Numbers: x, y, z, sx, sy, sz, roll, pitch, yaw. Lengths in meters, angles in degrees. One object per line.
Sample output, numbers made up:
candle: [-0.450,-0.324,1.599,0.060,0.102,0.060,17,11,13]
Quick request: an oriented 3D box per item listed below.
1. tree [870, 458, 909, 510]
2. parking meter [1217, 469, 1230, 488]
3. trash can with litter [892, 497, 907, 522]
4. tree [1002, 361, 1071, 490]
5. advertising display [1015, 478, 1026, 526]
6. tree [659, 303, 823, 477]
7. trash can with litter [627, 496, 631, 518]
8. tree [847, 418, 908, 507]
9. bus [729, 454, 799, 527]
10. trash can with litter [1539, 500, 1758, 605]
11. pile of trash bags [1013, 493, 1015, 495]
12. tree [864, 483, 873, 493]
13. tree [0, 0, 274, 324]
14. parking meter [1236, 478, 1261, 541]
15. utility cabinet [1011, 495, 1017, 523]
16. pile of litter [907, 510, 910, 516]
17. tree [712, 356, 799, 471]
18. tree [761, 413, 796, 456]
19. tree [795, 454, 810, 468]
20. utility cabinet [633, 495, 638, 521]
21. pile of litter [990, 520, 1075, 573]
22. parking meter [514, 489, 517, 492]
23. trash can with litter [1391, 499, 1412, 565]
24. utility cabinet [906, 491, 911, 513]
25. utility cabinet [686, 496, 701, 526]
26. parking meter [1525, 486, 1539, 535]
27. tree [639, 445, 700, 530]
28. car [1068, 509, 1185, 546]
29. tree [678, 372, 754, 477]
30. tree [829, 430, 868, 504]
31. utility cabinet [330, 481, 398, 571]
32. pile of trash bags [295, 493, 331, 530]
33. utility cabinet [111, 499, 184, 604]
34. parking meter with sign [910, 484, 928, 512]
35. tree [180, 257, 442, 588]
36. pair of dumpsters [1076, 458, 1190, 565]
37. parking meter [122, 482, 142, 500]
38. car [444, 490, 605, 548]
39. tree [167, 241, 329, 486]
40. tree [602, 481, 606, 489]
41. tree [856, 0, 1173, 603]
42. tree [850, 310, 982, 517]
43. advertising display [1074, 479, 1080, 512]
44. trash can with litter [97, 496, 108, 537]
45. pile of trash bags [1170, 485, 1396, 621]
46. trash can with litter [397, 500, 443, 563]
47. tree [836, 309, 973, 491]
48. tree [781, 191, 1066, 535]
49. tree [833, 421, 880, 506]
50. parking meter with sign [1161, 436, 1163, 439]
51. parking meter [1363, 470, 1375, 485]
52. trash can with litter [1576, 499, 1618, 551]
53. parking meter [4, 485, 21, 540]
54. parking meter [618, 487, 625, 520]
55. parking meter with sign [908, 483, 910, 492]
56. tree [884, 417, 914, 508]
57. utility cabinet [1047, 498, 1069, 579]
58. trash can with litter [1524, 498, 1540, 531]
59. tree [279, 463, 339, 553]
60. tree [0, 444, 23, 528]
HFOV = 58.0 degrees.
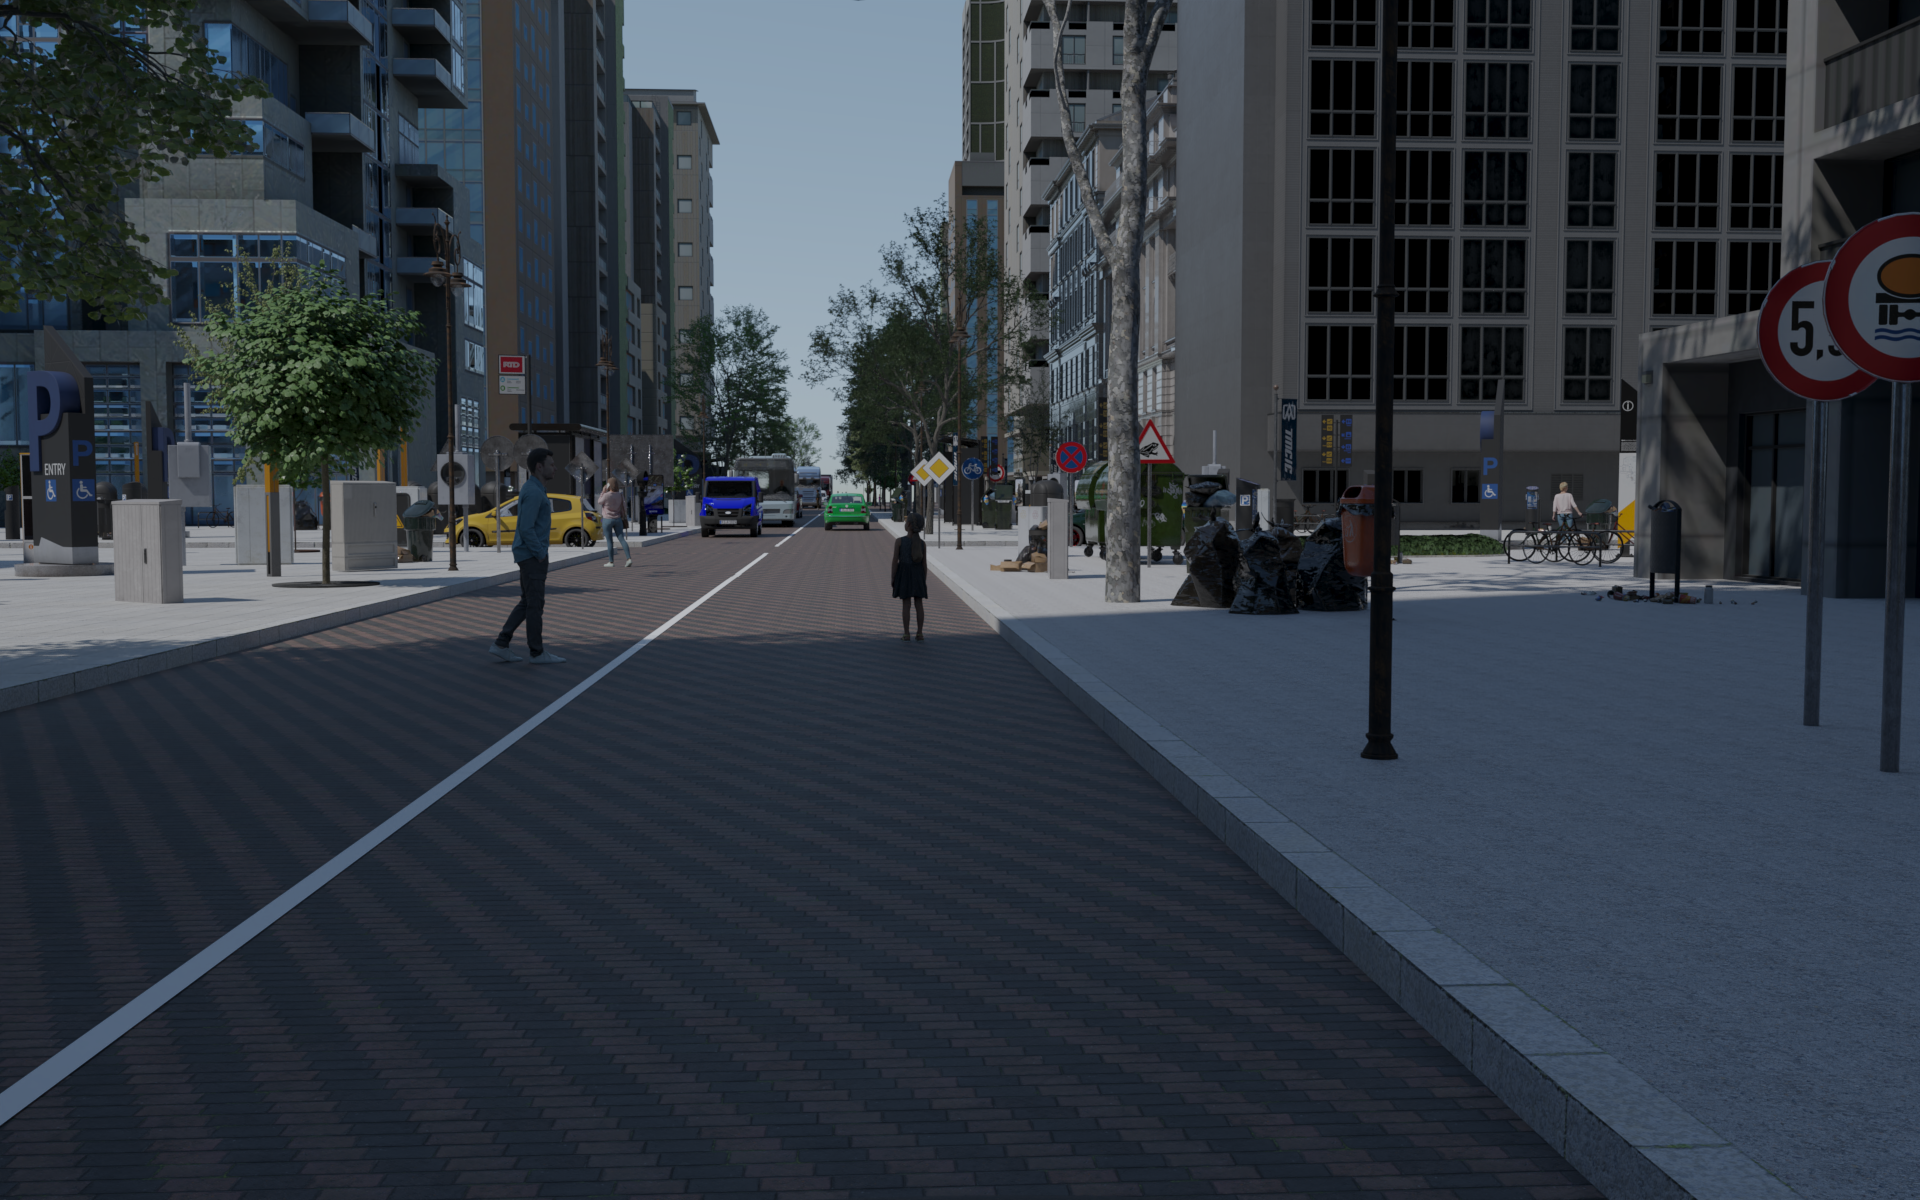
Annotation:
tree: [-5.613,-9.570,140.189,4.285,4.588,4.351,0,3,0]
parking meter: [6.000,-2.067,39.512,0.255,1.863,0.399,1,4,15]
trash can with litter: [-2.558,-4.105,78.506,1.055,1.170,0.624,1,4,20]
tree: [4.143,-8.956,96.799,4.360,8.622,3.978,0,3,0]
advertising display: [2.439,-3.974,70.182,0.123,1.923,0.974,-1,4,-17]
tree: [-12.641,-10.280,93.830,9.928,11.665,9.643,0,3,0]
trash can with litter: [-17.229,-4.947,92.273,1.055,1.170,0.624,2,4,30]
tree: [-8.027,-15.728,175.286,7.486,12.596,7.792,0,3,0]
bus: [-8.784,-5.146,78.996,2.948,3.499,13.247,0,4,-5]
trash can with litter: [8.415,-0.608,20.995,1.678,1.210,2.233,-1,4,-11]
pile of trash bags: [2.358,-6.858,121.886,3.447,1.369,1.912,0,4,3]
tree: [-14.759,-17.481,280.417,1.663,3.219,1.824,0,3,0]
tree: [-8.363,-5.642,10.378,7.486,12.596,7.792,0,3,0]
parking meter: [4.424,-1.113,26.614,0.372,1.533,0.369,0,3,0]
utility cabinet: [2.597,-4.057,77.500,1.020,1.237,0.306,-2,4,-23]
pile of litter: [-3.213,-4.990,95.547,1.719,0.858,1.176,2,4,31]
tree: [-17.017,-13.716,142.381,7.486,12.596,7.792,0,3,0]
tree: [-16.402,-12.281,151.149,4.360,8.622,3.978,0,3,0]
tree: [-25.720,-20.216,280.893,4.737,8.622,4.395,0,3,0]
utility cabinet: [-15.460,-4.365,82.525,0.306,1.237,1.020,-1,4,-18]
pile of litter: [1.187,-0.903,28.736,1.176,0.858,1.719,-1,4,-23]
parking meter: [-22.283,-4.830,87.384,0.372,1.533,0.369,0,3,0]
trash can with litter: [7.426,-1.275,31.901,2.233,1.210,1.678,0,4,-4]
utility cabinet: [-3.369,-6.095,108.330,0.318,1.500,1.173,1,4,13]
utility cabinet: [-10.755,-3.588,69.818,0.306,1.237,1.020,-2,4,-29]
parking meter: [17.865,-2.794,54.094,0.372,1.533,0.369,0,3,0]
tree: [-11.120,-4.413,66.752,1.663,3.219,1.824,0,3,0]
car: [3.982,-2.119,44.429,4.222,1.686,2.009,0,4,-2]
tree: [-14.666,-9.362,103.429,4.360,8.622,3.978,0,3,0]
tree: [-12.642,-19.881,235.416,12.009,13.543,11.850,0,3,0]
utility cabinet: [-9.949,-1.241,28.964,0.318,1.500,1.173,2,4,27]
pile of trash bags: [-23.196,-3.249,62.874,1.912,1.369,3.447,-1,4,-14]
utility cabinet: [-9.649,-0.575,20.561,1.020,1.237,0.306,2,4,34]
parking meter with sign: [-2.067,-6.850,108.262,1.738,3.016,0.543,1,4,10]
tree: [-8.963,-2.472,24.132,4.285,4.588,4.351,0,3,0]
pair of dumpsters: [3.281,-1.878,33.204,1.574,2.255,4.437,0,4,-4]
parking meter: [-17.805,-1.765,37.271,0.372,1.533,0.369,0,3,0]
car: [-11.045,-2.066,44.007,3.980,1.641,2.015,0,4,-5]
tree: [-20.038,-6.079,49.760,4.737,8.622,4.395,0,3,0]
tree: [-22.422,-7.177,111.940,1.663,3.219,1.824,0,3,0]
tree: [2.958,-10.102,21.057,12.611,20.169,13.585,0,3,0]
tree: [-2.567,-10.489,97.258,9.928,11.665,9.643,0,3,0]
advertising display: [5.321,-4.203,73.941,0.974,1.923,0.123,2,4,31]
trash can with litter: [-26.050,-2.530,52.420,1.678,1.210,2.233,-2,4,-32]
pile of trash bags: [3.717,-0.558,18.883,1.912,1.369,3.447,-1,4,-17]
trash can with litter: [-10.269,-1.295,32.565,0.624,1.170,1.055,1,4,20]
tree: [-3.779,-12.723,114.683,9.857,13.997,8.962,0,3,0]
tree: [-1.000,-7.339,54.401,8.767,10.594,7.601,0,4,-1]
tree: [-9.309,-16.767,191.151,9.611,12.733,9.660,0,3,0]
parking meter with sign: [5.155,-3.385,51.604,1.738,3.016,0.543,-2,4,-29]
parking meter: [9.894,-2.205,41.768,0.255,1.863,0.399,0,4,-4]
trash can with litter: [14.464,-1.711,39.362,0.624,1.170,1.055,3,5,43]
parking meter: [-26.752,-2.475,48.885,0.372,1.533,0.369,0,3,0]
parking meter: [-15.676,-4.564,80.329,0.399,1.863,0.255,1,4,18]
parking meter with sign: [-3.769,-7.811,123.964,1.738,3.016,0.543,0,4,4]
tree: [-5.982,-12.451,153.936,4.360,8.622,3.978,0,3,0]
utility cabinet: [1.509,-0.942,26.561,0.306,1.237,1.020,0,4,1]
trash can with litter: [19.582,-2.931,58.984,1.678,1.210,2.233,0,4,-3]
tree: [-14.618,-2.650,37.925,1.663,3.219,1.824,0,3,0]
tree: [-36.608,-4.426,66.965,1.663,3.219,1.824,0,3,0]
